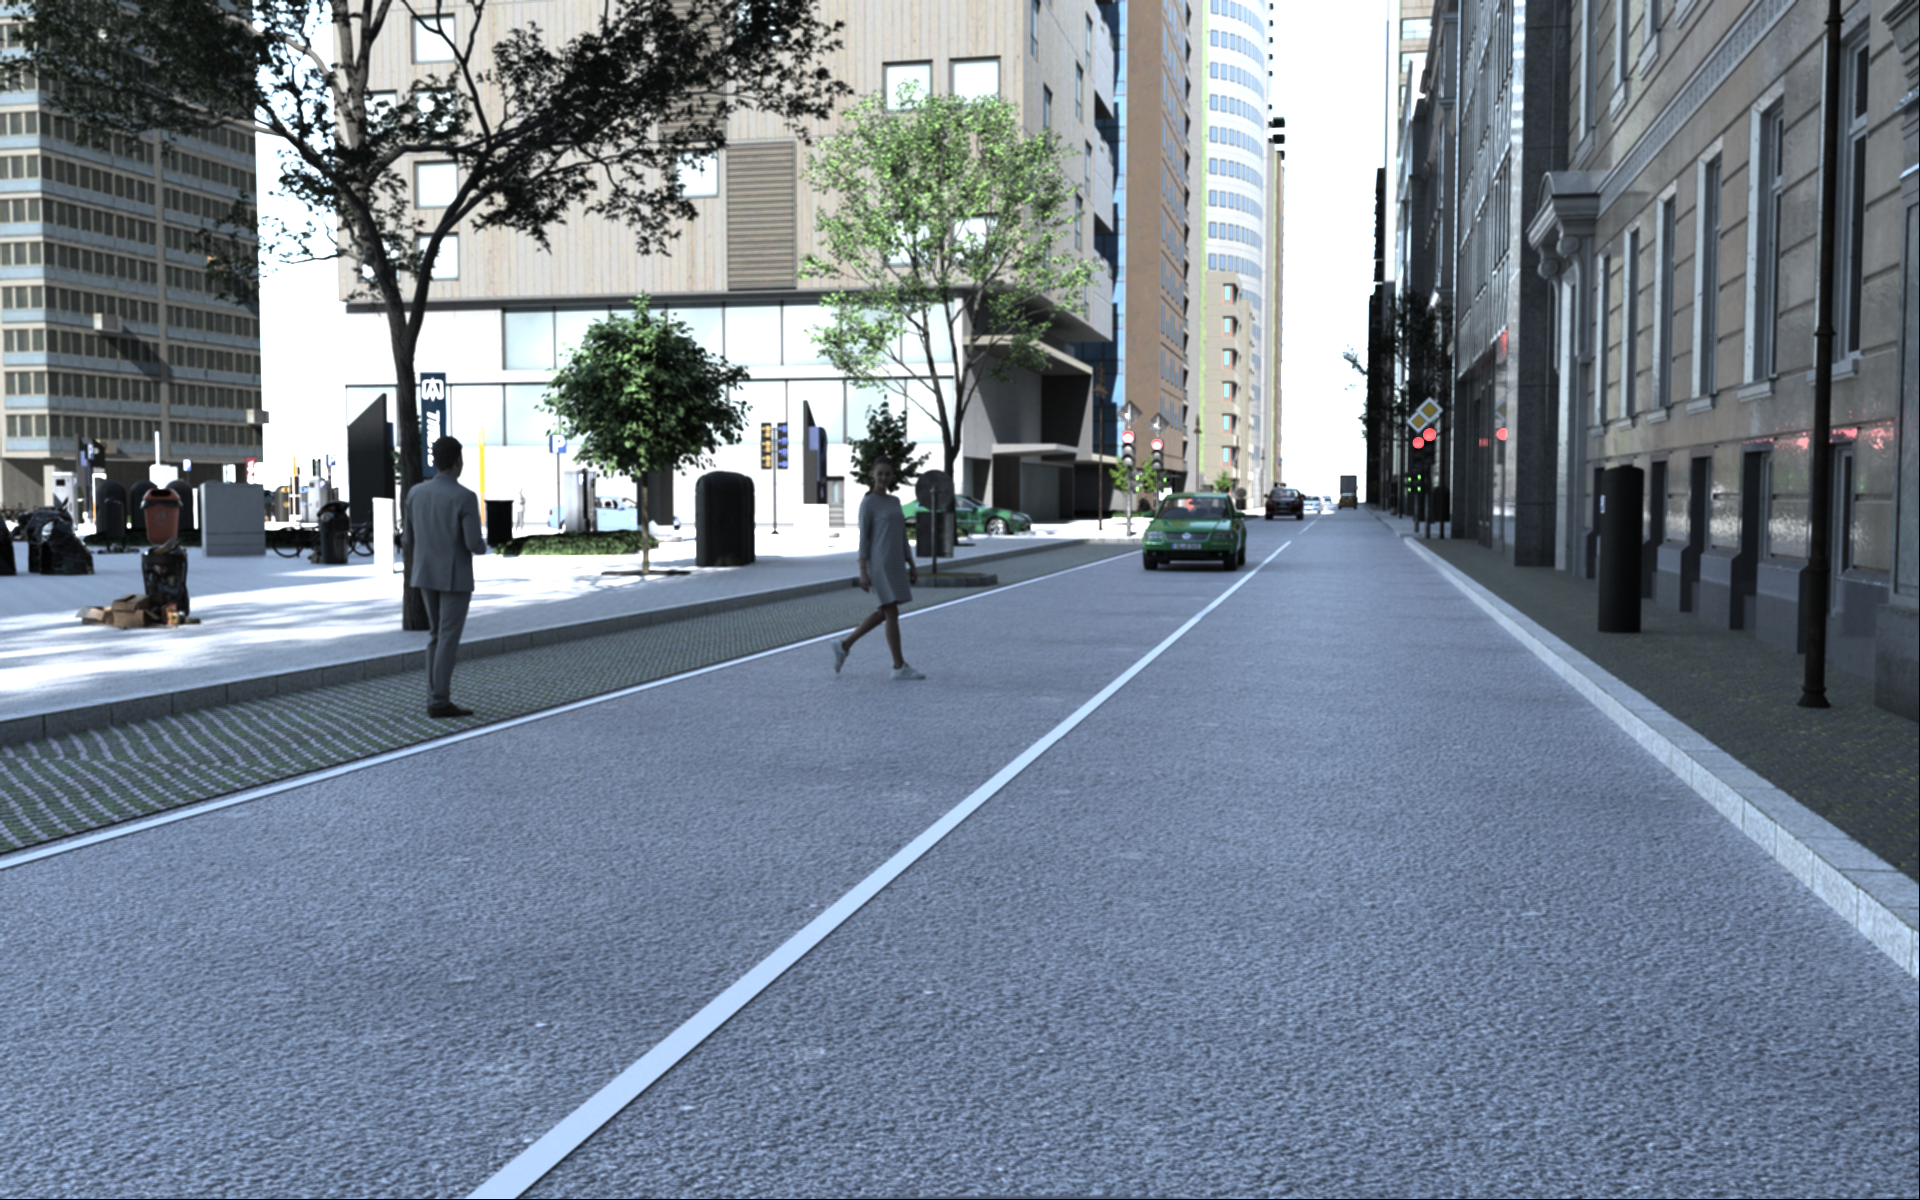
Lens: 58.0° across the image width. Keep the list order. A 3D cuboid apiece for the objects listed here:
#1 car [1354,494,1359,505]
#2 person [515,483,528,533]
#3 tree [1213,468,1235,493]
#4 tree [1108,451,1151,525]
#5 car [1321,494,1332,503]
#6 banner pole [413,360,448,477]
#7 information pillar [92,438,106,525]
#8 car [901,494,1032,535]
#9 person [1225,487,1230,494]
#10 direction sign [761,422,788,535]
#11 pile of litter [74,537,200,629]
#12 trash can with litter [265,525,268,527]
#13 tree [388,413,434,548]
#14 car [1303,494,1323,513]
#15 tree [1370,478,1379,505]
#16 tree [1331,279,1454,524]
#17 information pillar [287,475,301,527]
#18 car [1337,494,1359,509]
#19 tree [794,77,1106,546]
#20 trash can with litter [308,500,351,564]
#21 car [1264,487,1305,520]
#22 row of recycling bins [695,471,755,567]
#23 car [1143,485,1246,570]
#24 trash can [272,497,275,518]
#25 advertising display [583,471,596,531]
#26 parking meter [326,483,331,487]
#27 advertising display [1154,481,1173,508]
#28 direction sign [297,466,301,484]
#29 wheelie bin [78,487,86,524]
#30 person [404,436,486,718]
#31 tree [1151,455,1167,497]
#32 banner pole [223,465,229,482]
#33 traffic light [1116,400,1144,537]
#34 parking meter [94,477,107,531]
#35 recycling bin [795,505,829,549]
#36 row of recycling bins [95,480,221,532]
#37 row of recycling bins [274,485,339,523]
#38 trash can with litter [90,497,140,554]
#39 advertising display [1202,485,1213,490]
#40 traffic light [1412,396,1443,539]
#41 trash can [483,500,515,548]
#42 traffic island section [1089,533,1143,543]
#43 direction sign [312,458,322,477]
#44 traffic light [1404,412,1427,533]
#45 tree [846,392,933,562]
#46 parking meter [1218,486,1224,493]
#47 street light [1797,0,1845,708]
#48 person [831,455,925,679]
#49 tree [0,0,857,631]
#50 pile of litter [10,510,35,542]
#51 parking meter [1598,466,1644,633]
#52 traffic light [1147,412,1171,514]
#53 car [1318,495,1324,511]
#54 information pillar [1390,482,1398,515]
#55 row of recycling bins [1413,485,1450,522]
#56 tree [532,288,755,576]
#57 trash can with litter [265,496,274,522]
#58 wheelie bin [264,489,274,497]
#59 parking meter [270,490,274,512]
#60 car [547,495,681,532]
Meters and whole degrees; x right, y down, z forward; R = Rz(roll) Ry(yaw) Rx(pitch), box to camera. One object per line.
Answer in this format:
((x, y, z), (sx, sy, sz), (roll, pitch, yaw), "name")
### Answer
((51.862, -13.331, 229.763), (2.131, 1.459, 4.920), (1, 4, 14), "car")
((-14.709, -3.025, 58.149), (0.526, 1.800, 0.537), (0, 4, -4), "person")
((19.369, -8.112, 127.226), (1.663, 3.219, 1.824), (0, 3, 0), "tree")
((6.946, -4.719, 71.753), (1.663, 3.219, 1.824), (0, 3, 0), "tree")
((60.102, -16.619, 284.079), (2.083, 1.381, 4.827), (1, 4, 12), "car")
((-9.688, -2.531, 31.394), (0.863, 3.779, 0.401), (0, 4, -1), "banner pole")
((-35.513, -4.898, 71.439), (0.504, 3.616, 0.183), (-2, 4, -26), "information pillar")
((-0.047, -2.784, 57.314), (4.920, 1.459, 2.131), (1, 4, 11), "car")
((15.193, -5.558, 99.214), (0.795, 1.843, 0.661), (1, 4, 16), "person")
((-5.859, -3.838, 54.745), (0.876, 3.537, 0.379), (1, 4, 10), "direction sign")
((-8.121, -0.193, 17.122), (1.176, 0.858, 1.719), (-1, 4, -15), "pile of litter")
((-30.624, -3.811, 73.369), (2.233, 1.210, 1.678), (2, 4, 27), "trash can with litter")
((-12.833, -2.869, 41.512), (1.663, 3.219, 1.824), (0, 3, 0), "tree")
((26.360, -7.255, 130.629), (2.014, 1.417, 4.499), (1, 4, 13), "car")
((51.183, -13.359, 213.026), (1.663, 3.219, 1.824), (0, 3, 0), "tree")
((20.281, -8.620, 75.357), (7.601, 10.594, 8.767), (3, 4, 37), "tree")
((-25.681, -3.816, 66.883), (0.304, 2.012, 0.304), (2, 4, 35), "information pillar")
((37.136, -9.518, 165.842), (2.015, 1.641, 3.980), (1, 4, 14), "car")
((-0.221, -7.158, 42.787), (9.928, 11.665, 9.643), (0, 3, 0), "tree")
((-11.666, -1.251, 31.838), (1.055, 1.170, 0.624), (3, 5, 41), "trash can with litter")
((18.412, -5.474, 98.172), (2.281, 1.827, 5.304), (1, 4, 13), "car")
((-4.313, -1.527, 32.083), (1.069, 1.692, 3.534), (0, 4, -4), "row of recycling bins")
((4.644, -1.542, 34.011), (1.959, 1.807, 4.718), (1, 4, 12), "car")
((-37.174, -5.065, 94.470), (0.748, 1.137, 0.748), (0, 3, 0), "trash can")
((-10.420, -2.660, 48.712), (0.123, 1.923, 0.974), (0, 4, 1), "advertising display")
((-32.811, -5.154, 89.981), (0.255, 1.863, 0.399), (1, 4, 10), "parking meter")
((10.213, -5.004, 87.034), (0.974, 1.923, 0.123), (2, 4, 28), "advertising display")
((-52.764, -8.947, 138.279), (0.379, 3.537, 0.876), (0, 4, -6), "direction sign")
((-37.791, -4.028, 73.770), (0.693, 1.594, 0.980), (3, 5, 41), "wheelie bin")
((-3.256, -0.152, 11.178), (0.606, 1.804, 0.583), (1, 4, 20), "person")
((8.501, -5.116, 78.241), (1.663, 3.219, 1.824), (0, 3, 0), "tree")
((-53.323, -8.305, 125.800), (0.863, 3.779, 0.401), (3, 4, 37), "banner pole")
((5.071, -3.843, 51.756), (0.839, 4.253, 0.868), (1, 4, 13), "traffic light")
((-28.749, -3.197, 57.980), (0.399, 1.863, 0.255), (2, 4, 30), "parking meter")
((-3.526, -1.750, 41.161), (0.722, 1.027, 0.722), (-1, 4, -13), "recycling bin")
((-23.076, -2.633, 50.170), (3.534, 1.692, 1.069), (-2, 4, -31), "row of recycling bins")
((-29.189, -4.355, 78.322), (3.534, 1.692, 1.069), (0, 4, -5), "row of recycling bins")
((-18.615, -1.613, 37.433), (1.678, 1.210, 2.233), (1, 4, 12), "trash can with litter")
((17.448, -7.165, 122.366), (0.974, 1.923, 0.123), (3, 5, 43), "advertising display")
((13.479, -3.729, 49.895), (0.839, 4.253, 0.868), (1, 4, 13), "traffic light")
((-10.994, -1.817, 41.360), (0.748, 1.137, 0.748), (0, 3, 0), "trash can")
((5.035, -1.811, 51.899), (2.009, 0.180, 2.903), (1, 4, 13), "traffic island section")
((-40.585, -7.177, 109.337), (0.876, 3.537, 0.379), (2, 4, 30), "direction sign")
((15.225, -4.206, 57.688), (0.839, 4.253, 0.868), (1, 4, 13), "traffic light")
((-1.313, -2.347, 32.973), (1.663, 3.219, 1.824), (0, 3, 0), "tree")
((18.179, -7.024, 120.550), (0.255, 1.863, 0.399), (-2, 4, -23), "parking meter")
((5.159, -2.294, 10.287), (0.468, 5.910, 1.993), (1, 4, 13), "street light")
((-0.644, -0.257, 13.455), (0.760, 1.731, 0.466), (0, 4, 6), "person")
((-5.105, -5.015, 16.403), (8.767, 10.594, 7.601), (0, 4, 0), "tree")
((-25.529, -2.023, 47.033), (1.719, 0.858, 1.176), (2, 4, 34), "pile of litter")
((6.153, -0.472, 16.121), (0.372, 1.533, 0.369), (0, 3, 0), "parking meter")
((6.817, -4.320, 59.548), (0.839, 4.253, 0.868), (1, 4, 13), "traffic light")
((29.757, -8.199, 146.423), (2.083, 1.381, 4.827), (1, 4, 15), "car")
((26.468, -6.186, 105.631), (0.304, 2.012, 0.304), (-2, 4, -34), "information pillar")
((22.755, -4.465, 80.112), (3.534, 1.692, 1.069), (2, 4, 25), "row of recycling bins")
((-5.134, -2.695, 27.778), (4.285, 4.588, 4.351), (0, 3, 0), "tree")
((-31.989, -4.194, 79.966), (0.624, 1.170, 1.055), (-1, 4, -19), "trash can with litter")
((-47.190, -6.720, 117.786), (0.980, 1.594, 0.693), (-2, 4, -27), "wheelie bin")
((-48.720, -6.989, 122.685), (0.372, 1.533, 0.369), (0, 3, 0), "parking meter")
((-11.693, -2.856, 58.695), (4.499, 1.417, 2.014), (1, 4, 11), "car")
